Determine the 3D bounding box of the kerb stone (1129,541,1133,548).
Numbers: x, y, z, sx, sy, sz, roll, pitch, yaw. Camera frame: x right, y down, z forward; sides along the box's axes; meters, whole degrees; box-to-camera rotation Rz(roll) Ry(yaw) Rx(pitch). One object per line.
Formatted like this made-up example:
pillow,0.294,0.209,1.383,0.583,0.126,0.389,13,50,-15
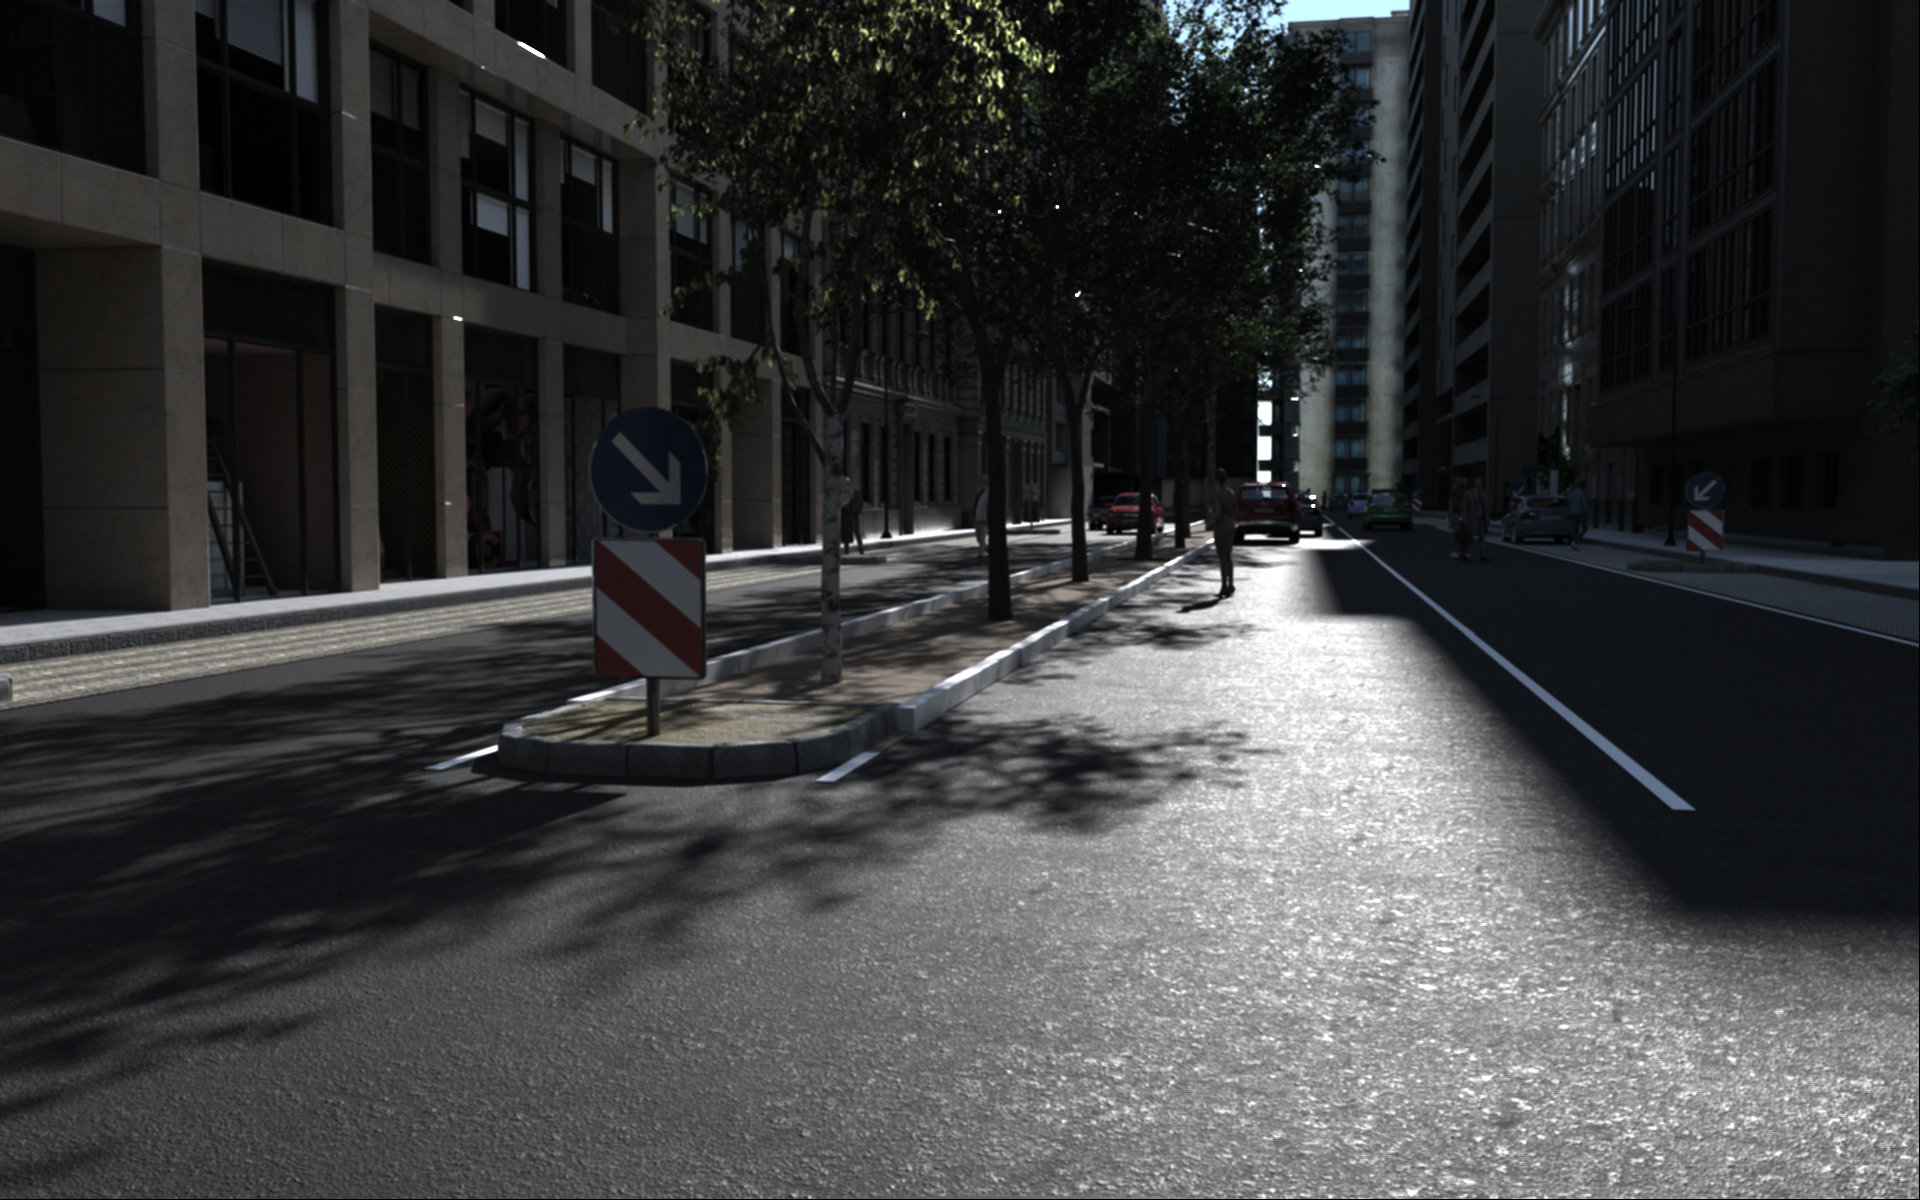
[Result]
kerb stone,4.359,-1.425,45.493,0.120,0.150,1.000,1,4,11

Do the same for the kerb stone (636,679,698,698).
kerb stone,-2.108,0.610,12.294,0.120,0.150,1.000,1,4,11

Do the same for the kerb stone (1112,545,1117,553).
kerb stone,3.581,-1.179,41.469,0.120,0.150,1.000,1,4,11

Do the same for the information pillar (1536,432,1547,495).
information pillar,22.159,-4.554,65.817,0.504,3.616,0.183,-1,4,-15

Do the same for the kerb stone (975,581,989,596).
kerb stone,0.240,-0.133,24.370,0.120,0.150,1.000,1,4,11

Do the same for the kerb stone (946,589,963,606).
kerb stone,-0.153,-0.007,22.350,0.120,0.150,1.000,1,4,11

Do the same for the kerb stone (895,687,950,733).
kerb stone,-0.239,0.692,10.883,0.120,0.150,1.000,1,4,11

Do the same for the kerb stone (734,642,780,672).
kerb stone,-1.713,0.483,14.304,0.120,0.150,1.000,1,4,11

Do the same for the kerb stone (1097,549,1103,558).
kerb stone,2.997,-0.995,38.458,0.120,0.150,1.000,1,4,11

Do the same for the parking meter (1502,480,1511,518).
parking meter,23.332,-4.174,73.948,0.255,1.863,0.399,0,4,7

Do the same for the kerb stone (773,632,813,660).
kerb stone,-1.518,0.421,15.308,0.120,0.150,1.000,1,4,11

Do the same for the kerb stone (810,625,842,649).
kerb stone,-1.322,0.364,16.311,0.120,0.150,1.000,1,4,11

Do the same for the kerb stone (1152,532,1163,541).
kerb stone,6.315,-2.038,55.536,0.120,0.150,1.000,1,4,11

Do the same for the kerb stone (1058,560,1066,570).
kerb stone,1.810,-0.625,32.417,0.120,0.150,1.000,1,4,11

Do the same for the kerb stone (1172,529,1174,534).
kerb stone,7.302,-2.348,60.588,0.120,0.150,1.000,1,4,11

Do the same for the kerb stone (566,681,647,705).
kerb stone,-2.301,0.671,11.283,0.120,0.150,1.000,1,4,11

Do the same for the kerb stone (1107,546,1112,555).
kerb stone,3.378,-1.118,40.467,0.120,0.150,1.000,1,4,11

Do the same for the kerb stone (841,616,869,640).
kerb stone,-1.120,0.298,17.320,0.120,0.150,1.000,1,4,11

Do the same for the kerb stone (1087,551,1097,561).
kerb stone,2.801,-0.933,37.453,0.120,0.150,1.000,1,4,11

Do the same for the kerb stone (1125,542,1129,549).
kerb stone,4.165,-1.361,44.488,0.120,0.150,1.000,1,4,11

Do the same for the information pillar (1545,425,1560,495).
information pillar,20.339,-4.153,59.263,0.183,3.616,0.504,0,4,-6

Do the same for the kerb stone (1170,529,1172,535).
kerb stone,7.096,-2.286,59.578,0.120,0.150,1.000,1,4,11

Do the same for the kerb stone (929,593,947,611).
kerb stone,-0.344,0.054,21.346,0.120,0.150,1.000,1,4,11

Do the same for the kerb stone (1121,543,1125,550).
kerb stone,3.967,-1.302,43.477,0.120,0.150,1.000,1,4,11

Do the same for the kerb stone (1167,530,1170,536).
kerb stone,6.906,-2.222,58.566,0.120,0.150,1.000,1,4,11

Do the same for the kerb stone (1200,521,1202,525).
kerb stone,10.643,-3.393,77.711,0.120,0.150,1.000,1,4,11

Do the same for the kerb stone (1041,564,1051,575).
kerb stone,1.424,-0.502,30.409,0.120,0.150,1.000,1,4,11

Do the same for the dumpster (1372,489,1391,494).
dumpster,35.393,-8.370,145.064,1.865,1.857,1.264,1,4,10

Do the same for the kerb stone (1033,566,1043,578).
kerb stone,1.226,-0.437,29.401,0.120,0.150,1.000,1,4,11

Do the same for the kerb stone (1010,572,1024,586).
kerb stone,0.834,-0.312,27.385,0.120,0.150,1.000,1,4,11

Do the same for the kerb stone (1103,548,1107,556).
kerb stone,3.183,-1.053,39.464,0.120,0.150,1.000,1,4,11

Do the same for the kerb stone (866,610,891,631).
kerb stone,-0.927,0.236,18.330,0.120,0.150,1.000,1,4,11

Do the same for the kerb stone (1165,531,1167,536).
kerb stone,6.712,-2.163,57.562,0.120,0.150,1.000,1,4,11

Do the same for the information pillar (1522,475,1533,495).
information pillar,21.952,-3.826,67.053,0.304,2.012,0.304,0,4,-3

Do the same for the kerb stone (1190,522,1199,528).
kerb stone,10.249,-3.272,75.700,0.120,0.150,1.000,1,4,11

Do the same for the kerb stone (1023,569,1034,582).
kerb stone,1.031,-0.375,28.388,0.120,0.150,1.000,1,4,11

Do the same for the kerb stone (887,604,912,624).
kerb stone,-0.735,0.177,19.338,0.120,0.150,1.000,1,4,11

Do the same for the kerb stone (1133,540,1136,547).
kerb stone,4.555,-1.478,46.497,0.120,0.150,1.000,1,4,11

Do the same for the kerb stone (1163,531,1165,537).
kerb stone,6.515,-2.101,56.553,0.120,0.150,1.000,1,4,11

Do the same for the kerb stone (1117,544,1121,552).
kerb stone,3.774,-1.240,42.473,0.120,0.150,1.000,1,4,11

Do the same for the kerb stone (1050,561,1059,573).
kerb stone,1.628,-0.564,31.410,0.120,0.150,1.000,1,4,11

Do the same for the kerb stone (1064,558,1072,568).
kerb stone,2.007,-0.687,33.420,0.120,0.150,1.000,1,4,11

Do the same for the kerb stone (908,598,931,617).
kerb stone,-0.539,0.113,20.342,0.120,0.150,1.000,1,4,11

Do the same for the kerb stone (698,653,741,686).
kerb stone,-1.915,0.544,13.297,0.120,0.150,1.000,1,4,11

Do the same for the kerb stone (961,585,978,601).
kerb stone,0.054,-0.071,23.361,0.120,0.150,1.000,1,4,11
